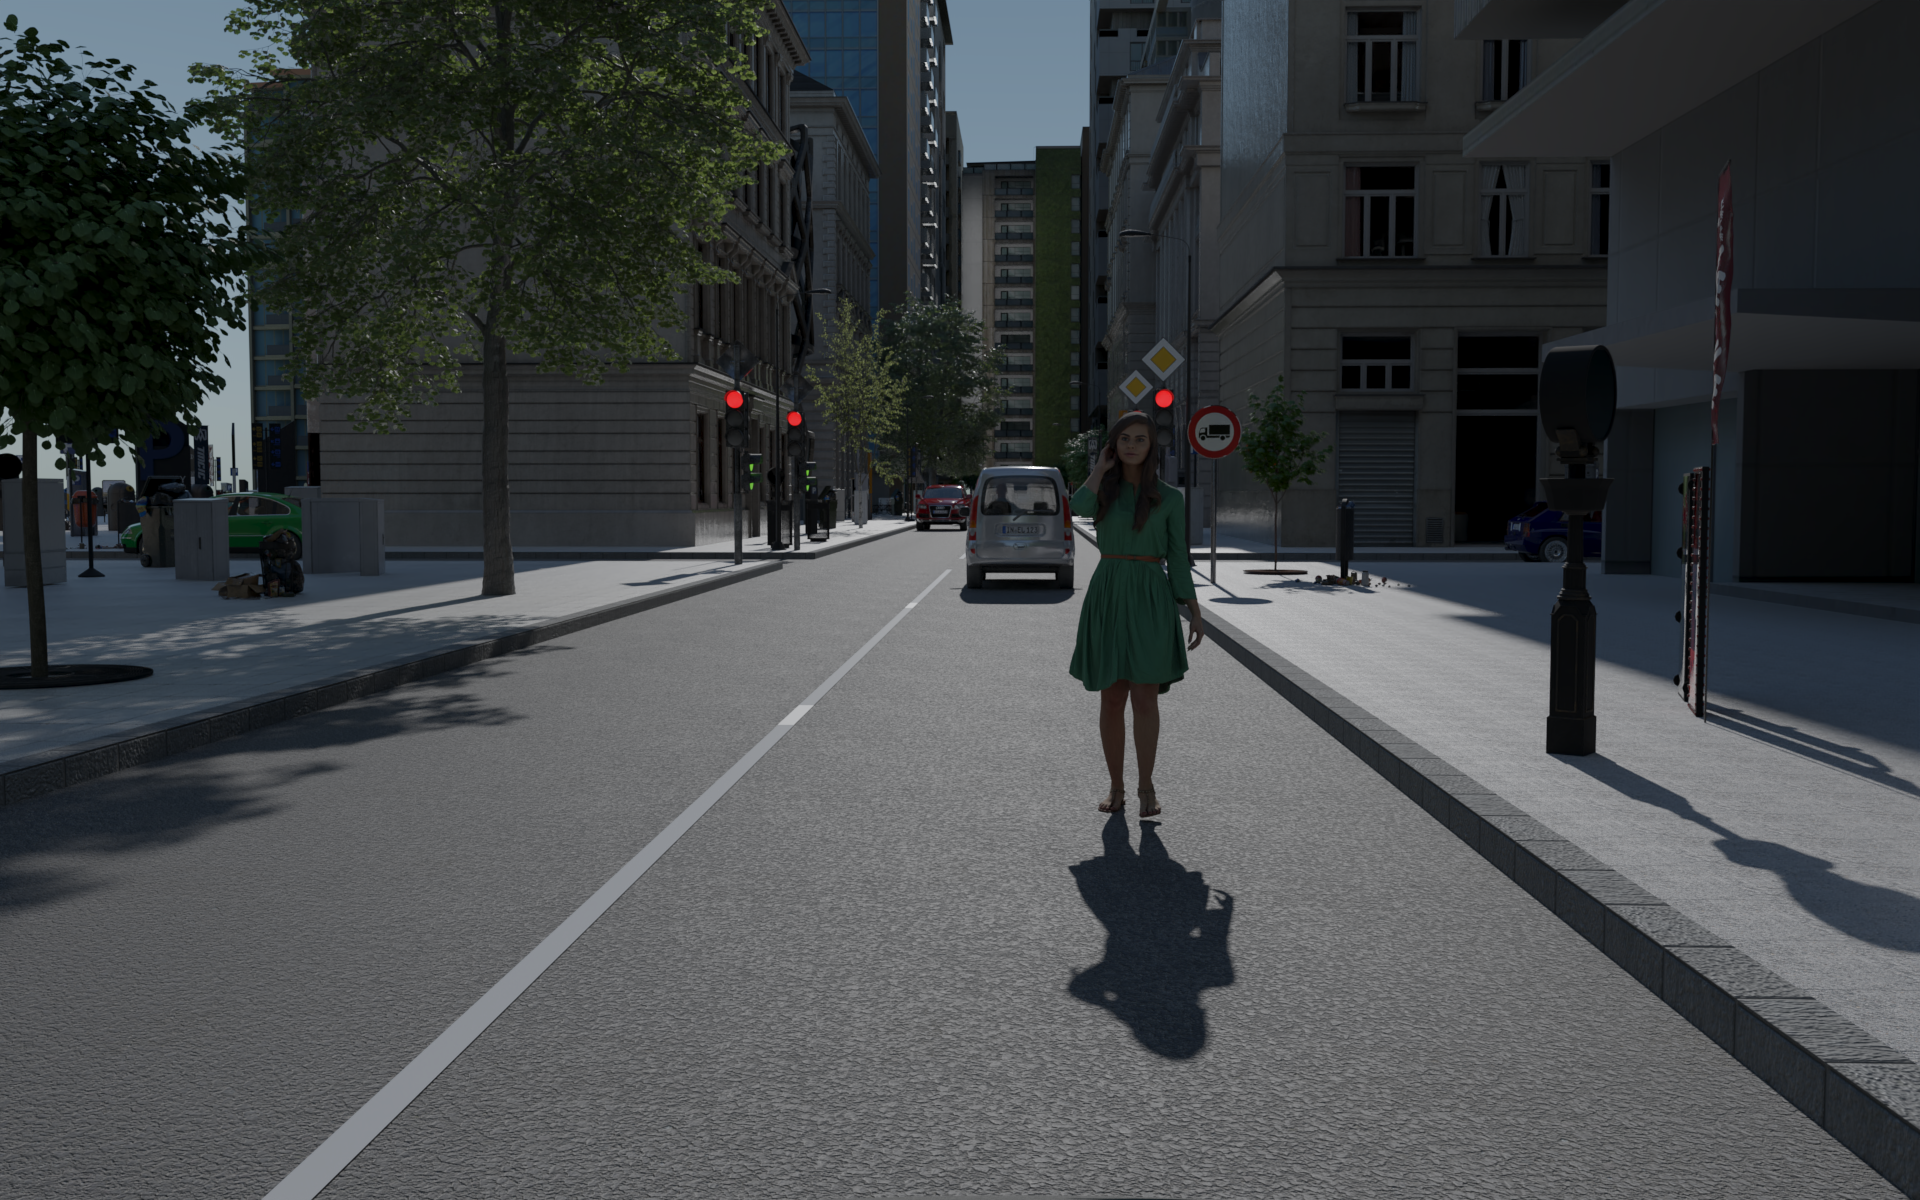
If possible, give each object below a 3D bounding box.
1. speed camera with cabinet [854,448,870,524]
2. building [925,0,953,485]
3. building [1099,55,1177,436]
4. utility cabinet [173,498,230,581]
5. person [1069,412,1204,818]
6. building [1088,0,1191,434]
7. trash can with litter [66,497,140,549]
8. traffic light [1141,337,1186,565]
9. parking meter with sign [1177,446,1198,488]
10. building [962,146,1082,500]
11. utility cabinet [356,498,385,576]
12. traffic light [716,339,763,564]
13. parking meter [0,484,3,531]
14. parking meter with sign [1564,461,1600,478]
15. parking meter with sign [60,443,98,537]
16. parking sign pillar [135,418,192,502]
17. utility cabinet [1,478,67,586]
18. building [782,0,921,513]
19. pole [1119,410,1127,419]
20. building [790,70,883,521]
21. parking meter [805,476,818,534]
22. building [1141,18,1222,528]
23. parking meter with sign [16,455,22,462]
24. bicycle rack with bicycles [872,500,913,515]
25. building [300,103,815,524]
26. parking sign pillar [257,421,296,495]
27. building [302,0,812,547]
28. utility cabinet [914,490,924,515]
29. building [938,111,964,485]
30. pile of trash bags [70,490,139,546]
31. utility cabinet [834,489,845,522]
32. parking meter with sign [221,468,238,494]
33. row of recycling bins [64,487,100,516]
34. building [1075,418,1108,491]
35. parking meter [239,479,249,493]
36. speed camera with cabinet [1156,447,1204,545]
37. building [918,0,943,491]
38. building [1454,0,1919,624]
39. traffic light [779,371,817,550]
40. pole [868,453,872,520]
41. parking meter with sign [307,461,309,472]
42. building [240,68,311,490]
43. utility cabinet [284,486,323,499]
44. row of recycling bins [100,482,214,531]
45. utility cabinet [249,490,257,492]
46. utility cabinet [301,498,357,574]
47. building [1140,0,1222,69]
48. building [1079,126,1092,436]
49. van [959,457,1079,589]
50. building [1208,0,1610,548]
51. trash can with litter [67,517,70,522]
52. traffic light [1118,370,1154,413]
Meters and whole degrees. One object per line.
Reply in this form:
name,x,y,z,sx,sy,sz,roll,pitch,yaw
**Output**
speed camera with cabinet,-4.212,-4.887,74.246,0.660,3.252,2.038,0,4,-1
building,-15.021,-35.800,174.571,27.495,52.752,28.713,0,4,2
building,14.805,-18.571,100.900,12.463,27.353,25.104,0,4,2
utility cabinet,-11.346,-0.901,25.892,1.020,1.237,0.306,2,4,35
person,0.775,0.062,7.736,0.600,1.795,0.529,0,3,0
building,25.212,-34.449,152.480,28.713,52.752,27.495,0,4,2
trash can with litter,-20.060,-1.825,40.897,2.233,1.210,1.678,-3,5,-41
traffic light,3.630,-2.586,31.205,0.839,4.253,0.868,0,4,2
parking meter with sign,6.444,-3.374,51.420,1.738,3.016,0.543,-3,5,-42
building,7.253,-31.979,206.456,14.086,41.232,14.154,0,4,2
utility cabinet,-9.357,-1.005,27.598,0.306,1.237,1.020,-1,4,-13
traffic light,-4.026,-2.604,31.494,0.839,4.253,0.868,0,4,2
parking meter,-33.211,-3.329,60.134,0.255,1.863,0.399,-1,4,-13
parking meter with sign,14.194,-2.649,39.568,1.738,3.016,0.543,2,4,31
parking meter with sign,-26.727,-3.448,52.633,0.543,3.016,1.738,-1,4,-9
parking sign pillar,-21.021,-3.499,45.687,1.447,3.967,1.447,-2,4,-33
utility cabinet,-12.942,-0.950,24.208,0.318,1.500,1.173,0,4,-3
building,-10.110,-28.830,121.484,14.600,45.320,14.200,0,4,2
pole,3.972,-2.962,42.265,0.158,3.312,0.155,0,3,0
building,-10.475,-16.133,92.651,11.050,23.489,19.941,0,4,2
parking meter,-4.779,-3.059,55.723,0.255,1.863,0.399,3,4,36
building,15.353,-14.341,76.271,13.314,21.916,24.055,0,4,2
parking meter with sign,-41.430,-4.914,76.609,0.543,3.016,1.738,-2,4,-28
bicycle rack with bicycles,-4.367,-5.776,107.818,2.925,0.926,2.852,-1,4,-16
building,-14.434,-12.328,69.007,16.820,18.784,16.811,0,4,2
parking sign pillar,-24.897,-4.562,63.061,1.447,3.967,1.447,-2,4,-27
building,-10.783,-11.388,50.822,10.561,19.102,19.286,0,4,2
utility cabinet,-2.438,-5.944,105.860,0.318,1.500,1.173,-2,4,-28
building,-10.443,-35.875,210.263,21.600,48.544,21.300,0,4,2
pile of trash bags,-20.438,-2.055,43.348,3.447,1.369,1.912,0,4,-5
utility cabinet,-5.724,-4.277,78.609,0.318,1.500,1.173,2,4,35
parking meter with sign,-48.547,-7.243,114.686,1.738,3.016,0.543,2,4,32
row of recycling bins,-51.142,-5.694,100.215,3.534,1.692,1.069,0,4,6
building,21.964,-45.127,176.074,20.563,71.187,20.611,0,4,2
parking meter,-28.308,-3.840,68.493,0.255,1.863,0.399,0,4,-1
speed camera with cabinet,5.355,-2.988,43.185,0.660,3.252,2.038,3,4,36
building,-13.352,-32.069,143.943,23.786,49.044,30.456,0,4,2
building,20.885,-25.954,13.590,28.713,52.752,27.495,0,4,2
traffic light,-3.707,-3.092,39.473,0.839,4.253,0.868,0,4,2
pole,-4.424,-5.581,85.091,0.158,3.312,0.155,0,3,0
parking meter with sign,-34.177,-5.823,91.471,0.543,3.016,1.738,-1,4,-19
building,-57.186,-32.073,179.019,28.867,44.769,22.147,0,4,2
utility cabinet,-18.854,-2.516,49.817,1.173,1.500,0.318,1,4,21
row of recycling bins,-28.381,-3.328,61.519,3.534,1.692,1.069,-3,5,-43
utility cabinet,-38.977,-5.350,96.157,1.173,1.500,0.318,0,4,-4
utility cabinet,-10.185,-1.043,28.207,0.306,1.237,1.020,3,4,38
building,26.270,-26.619,127.105,32.217,40.220,23.993,0,4,2
building,21.401,-34.011,206.190,14.200,45.320,14.600,0,4,2
van,0.965,-1.261,27.630,2.013,2.044,4.112,0,4,2
building,22.244,-13.114,47.690,30.059,22.955,16.112,0,4,2
trash can with litter,-38.304,-3.909,75.299,0.624,1.170,1.055,1,4,20
traffic light,3.949,-3.074,39.184,0.839,4.253,0.868,0,4,2
